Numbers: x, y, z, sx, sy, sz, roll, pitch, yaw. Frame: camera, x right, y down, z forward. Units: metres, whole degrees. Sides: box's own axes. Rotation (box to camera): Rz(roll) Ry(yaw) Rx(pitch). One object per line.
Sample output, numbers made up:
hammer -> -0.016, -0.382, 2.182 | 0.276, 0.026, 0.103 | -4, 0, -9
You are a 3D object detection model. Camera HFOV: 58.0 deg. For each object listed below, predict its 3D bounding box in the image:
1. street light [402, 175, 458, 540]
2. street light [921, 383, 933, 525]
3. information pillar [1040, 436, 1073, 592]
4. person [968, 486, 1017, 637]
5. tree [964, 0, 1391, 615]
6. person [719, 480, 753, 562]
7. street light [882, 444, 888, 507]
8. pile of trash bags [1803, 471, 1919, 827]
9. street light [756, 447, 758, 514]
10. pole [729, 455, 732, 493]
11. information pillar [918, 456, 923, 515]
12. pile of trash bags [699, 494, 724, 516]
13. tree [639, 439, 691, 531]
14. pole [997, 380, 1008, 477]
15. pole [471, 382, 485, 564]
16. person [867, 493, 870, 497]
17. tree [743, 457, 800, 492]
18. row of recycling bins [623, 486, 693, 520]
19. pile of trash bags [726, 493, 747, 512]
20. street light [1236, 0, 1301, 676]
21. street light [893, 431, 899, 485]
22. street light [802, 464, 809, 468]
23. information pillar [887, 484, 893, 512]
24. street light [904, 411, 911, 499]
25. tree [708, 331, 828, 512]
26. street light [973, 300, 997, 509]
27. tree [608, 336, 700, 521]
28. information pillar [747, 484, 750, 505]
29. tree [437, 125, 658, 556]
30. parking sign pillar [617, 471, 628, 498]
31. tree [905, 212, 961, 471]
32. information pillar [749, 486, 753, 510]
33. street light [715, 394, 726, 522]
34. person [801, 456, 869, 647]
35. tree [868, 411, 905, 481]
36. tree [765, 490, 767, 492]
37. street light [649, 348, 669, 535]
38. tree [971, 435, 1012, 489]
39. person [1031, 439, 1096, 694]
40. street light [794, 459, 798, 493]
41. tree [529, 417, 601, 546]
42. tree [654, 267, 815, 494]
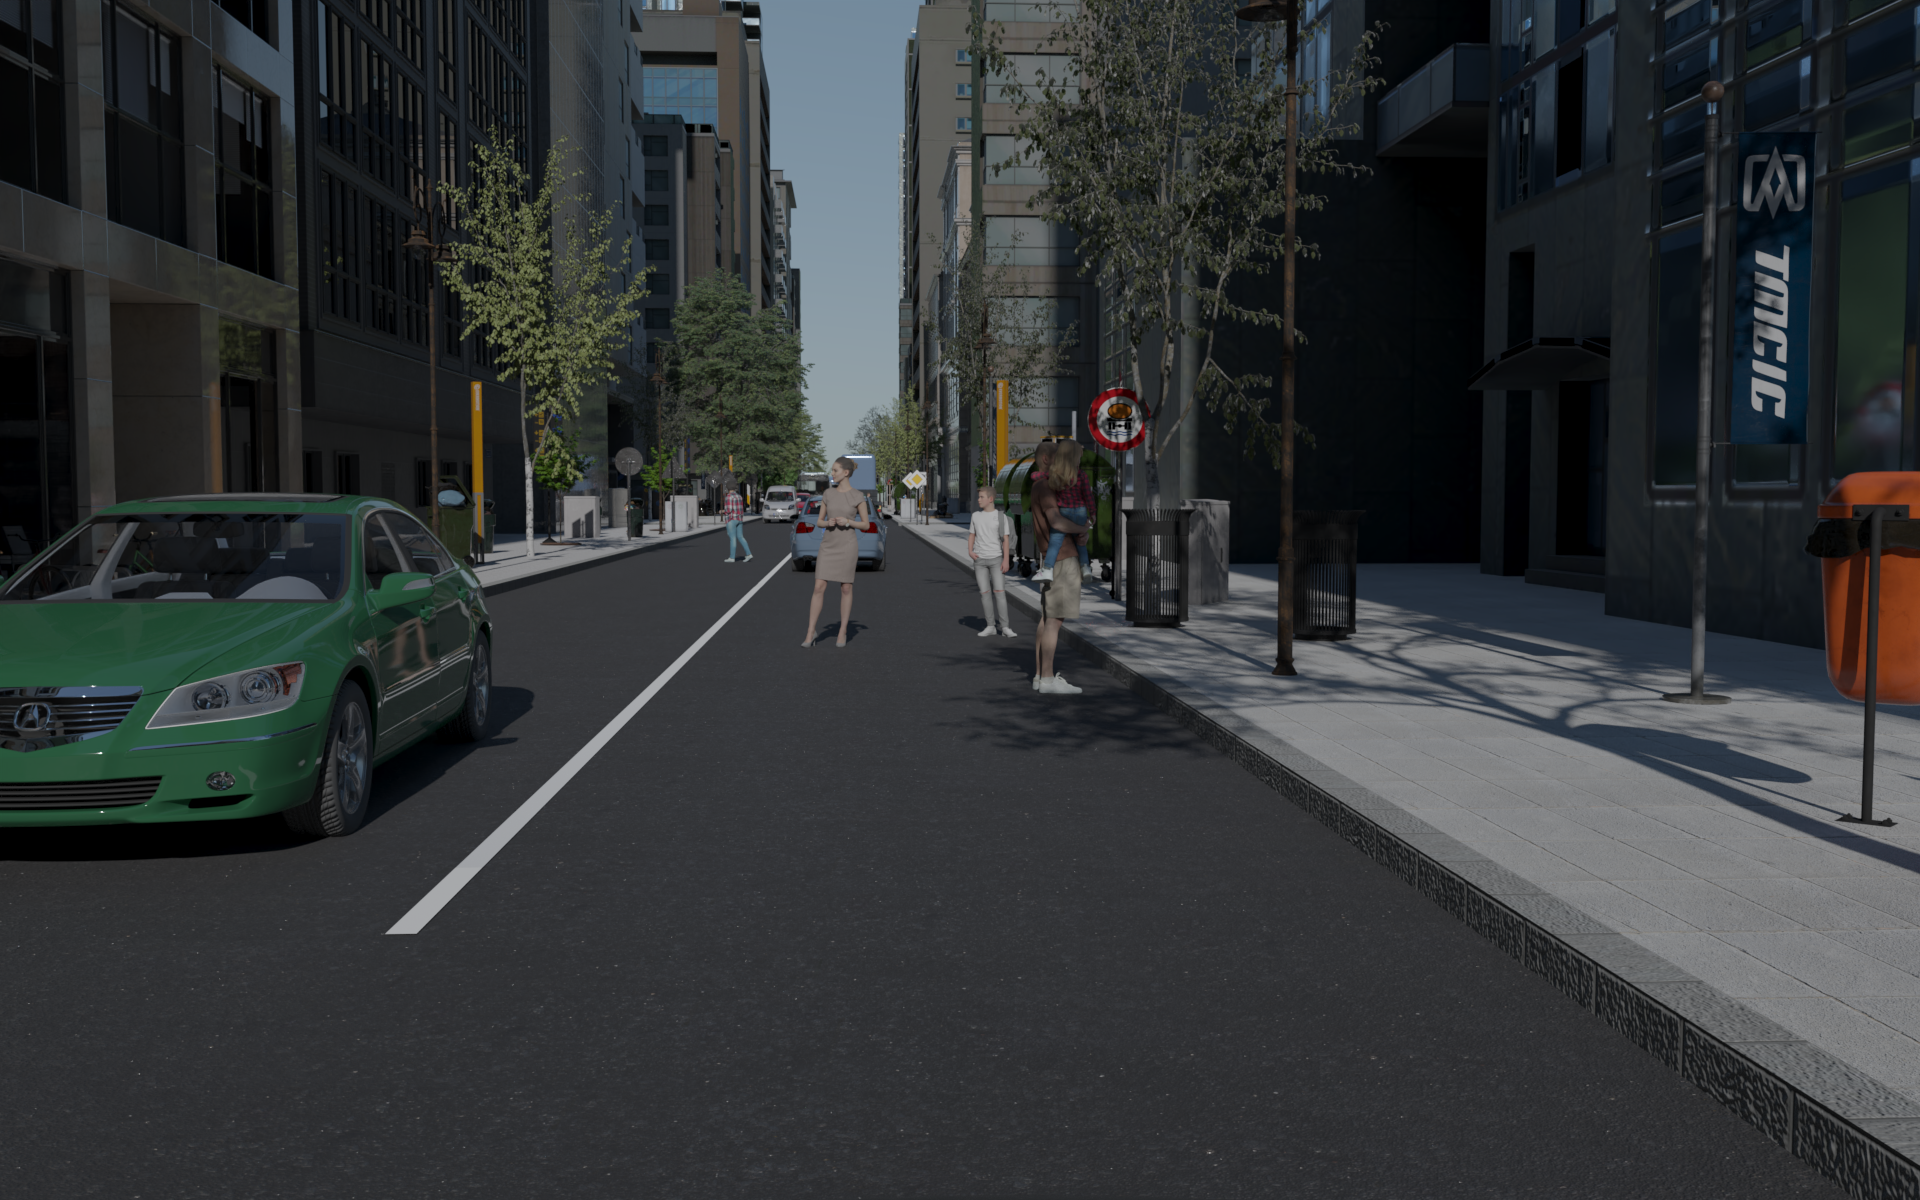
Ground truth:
street light -> -7.775, -3.228, 25.559 | 0.468, 5.910, 1.993 | 0, 4, -4
street light -> -1.348, -6.012, 71.078 | 0.468, 5.910, 1.993 | 0, 4, -4
information pillar -> 1.225, -1.072, 22.019 | 0.304, 2.012, 0.304 | -2, 4, -33
person -> 0.342, -0.389, 17.460 | 0.503, 1.515, 0.523 | -1, 4, -10
tree -> 2.029, -4.112, 17.593 | 4.360, 8.622, 3.978 | 0, 3, 0
person -> -4.734, -1.662, 36.514 | 0.643, 1.720, 0.563 | 2, 4, 28
street light -> -6.405, -11.062, 153.653 | 0.468, 5.910, 1.993 | 0, 4, -4
pile of trash bags -> 4.735, 0.233, 5.948 | 3.447, 1.369, 1.912 | 3, 5, 42
street light -> -12.867, -8.377, 109.751 | 0.468, 5.910, 1.993 | 0, 4, -4
pole -> -12.099, -5.969, 91.435 | 0.158, 3.312, 0.155 | 0, 3, 0
information pillar -> -2.385, -7.064, 106.859 | 0.183, 3.616, 0.504 | -2, 4, -27
pile of trash bags -> -15.848, -5.566, 100.753 | 3.447, 1.369, 1.912 | 2, 4, 29
tree -> -10.400, -4.028, 60.454 | 1.663, 3.219, 1.824 | 0, 3, 0
pole -> 0.764, -2.281, 31.132 | 0.158, 3.312, 0.155 | 0, 3, 0
pole -> -8.797, -2.309, 31.588 | 0.158, 3.312, 0.155 | 0, 3, 0
person -> -5.255, -5.339, 98.393 | 0.503, 1.515, 0.523 | 3, 5, 39
tree -> -14.568, -8.895, 129.155 | 4.285, 4.588, 4.351 | 0, 3, 0
row of recycling bins -> -15.124, -4.932, 87.750 | 3.534, 1.692, 1.069 | -3, 5, -43
pile of trash bags -> -15.953, -6.784, 120.668 | 1.912, 1.369, 3.447 | 0, 4, 4
street light -> 2.307, -2.406, 12.128 | 0.468, 5.910, 1.993 | 0, 4, -4
street light -> -4.606, -9.274, 124.415 | 0.468, 5.910, 1.993 | 0, 4, -4
street light -> -19.344, -14.800, 214.769 | 0.468, 5.910, 1.993 | 0, 4, -4
information pillar -> -5.132, -7.513, 127.322 | 0.304, 2.012, 0.304 | -3, 5, -41
street light -> -2.855, -7.483, 95.126 | 0.468, 5.910, 1.993 | 0, 4, -4
tree -> -13.958, -12.393, 120.758 | 7.486, 12.596, 7.792 | 0, 3, 0
street light -> 0.587, -4.195, 41.371 | 0.468, 5.910, 1.993 | 0, 4, -4
tree -> -14.451, -8.046, 81.915 | 4.360, 8.622, 3.978 | 0, 3, 0
information pillar -> -17.507, -9.358, 144.365 | 0.504, 3.616, 0.183 | 2, 4, 29
tree -> -8.626, -5.204, 35.455 | 4.737, 8.622, 4.395 | 0, 3, 0
parking sign pillar -> -23.514, -8.000, 119.270 | 1.447, 3.967, 1.447 | 0, 4, 6
tree -> 0.875, -5.783, 44.910 | 4.360, 8.622, 3.978 | 0, 3, 0
information pillar -> -17.010, -8.372, 141.370 | 0.304, 2.012, 0.304 | 0, 4, 0
street light -> -11.012, -6.552, 79.918 | 0.468, 5.910, 1.993 | 0, 4, -4
person -> -1.170, -0.451, 16.214 | 0.599, 1.781, 0.374 | 1, 4, 14
tree -> -5.803, -12.215, 150.077 | 4.360, 8.622, 3.978 | 0, 3, 0
tree -> -14.993, -8.716, 137.112 | 1.663, 3.219, 1.824 | 0, 3, 0
street light -> -9.491, -5.016, 54.802 | 0.468, 5.910, 1.993 | 0, 4, -4
tree -> 0.840, -3.485, 51.577 | 1.663, 3.219, 1.824 | 0, 3, 0
person -> 0.716, -0.250, 12.556 | 0.580, 1.828, 0.573 | 3, 5, 42
street light -> -17.514, -12.982, 185.046 | 0.468, 5.910, 1.993 | 0, 4, -4
tree -> -10.133, -2.993, 43.532 | 1.663, 3.219, 1.824 | 0, 3, 0
tree -> -12.643, -11.643, 97.019 | 9.857, 13.997, 8.962 | 0, 3, 0
